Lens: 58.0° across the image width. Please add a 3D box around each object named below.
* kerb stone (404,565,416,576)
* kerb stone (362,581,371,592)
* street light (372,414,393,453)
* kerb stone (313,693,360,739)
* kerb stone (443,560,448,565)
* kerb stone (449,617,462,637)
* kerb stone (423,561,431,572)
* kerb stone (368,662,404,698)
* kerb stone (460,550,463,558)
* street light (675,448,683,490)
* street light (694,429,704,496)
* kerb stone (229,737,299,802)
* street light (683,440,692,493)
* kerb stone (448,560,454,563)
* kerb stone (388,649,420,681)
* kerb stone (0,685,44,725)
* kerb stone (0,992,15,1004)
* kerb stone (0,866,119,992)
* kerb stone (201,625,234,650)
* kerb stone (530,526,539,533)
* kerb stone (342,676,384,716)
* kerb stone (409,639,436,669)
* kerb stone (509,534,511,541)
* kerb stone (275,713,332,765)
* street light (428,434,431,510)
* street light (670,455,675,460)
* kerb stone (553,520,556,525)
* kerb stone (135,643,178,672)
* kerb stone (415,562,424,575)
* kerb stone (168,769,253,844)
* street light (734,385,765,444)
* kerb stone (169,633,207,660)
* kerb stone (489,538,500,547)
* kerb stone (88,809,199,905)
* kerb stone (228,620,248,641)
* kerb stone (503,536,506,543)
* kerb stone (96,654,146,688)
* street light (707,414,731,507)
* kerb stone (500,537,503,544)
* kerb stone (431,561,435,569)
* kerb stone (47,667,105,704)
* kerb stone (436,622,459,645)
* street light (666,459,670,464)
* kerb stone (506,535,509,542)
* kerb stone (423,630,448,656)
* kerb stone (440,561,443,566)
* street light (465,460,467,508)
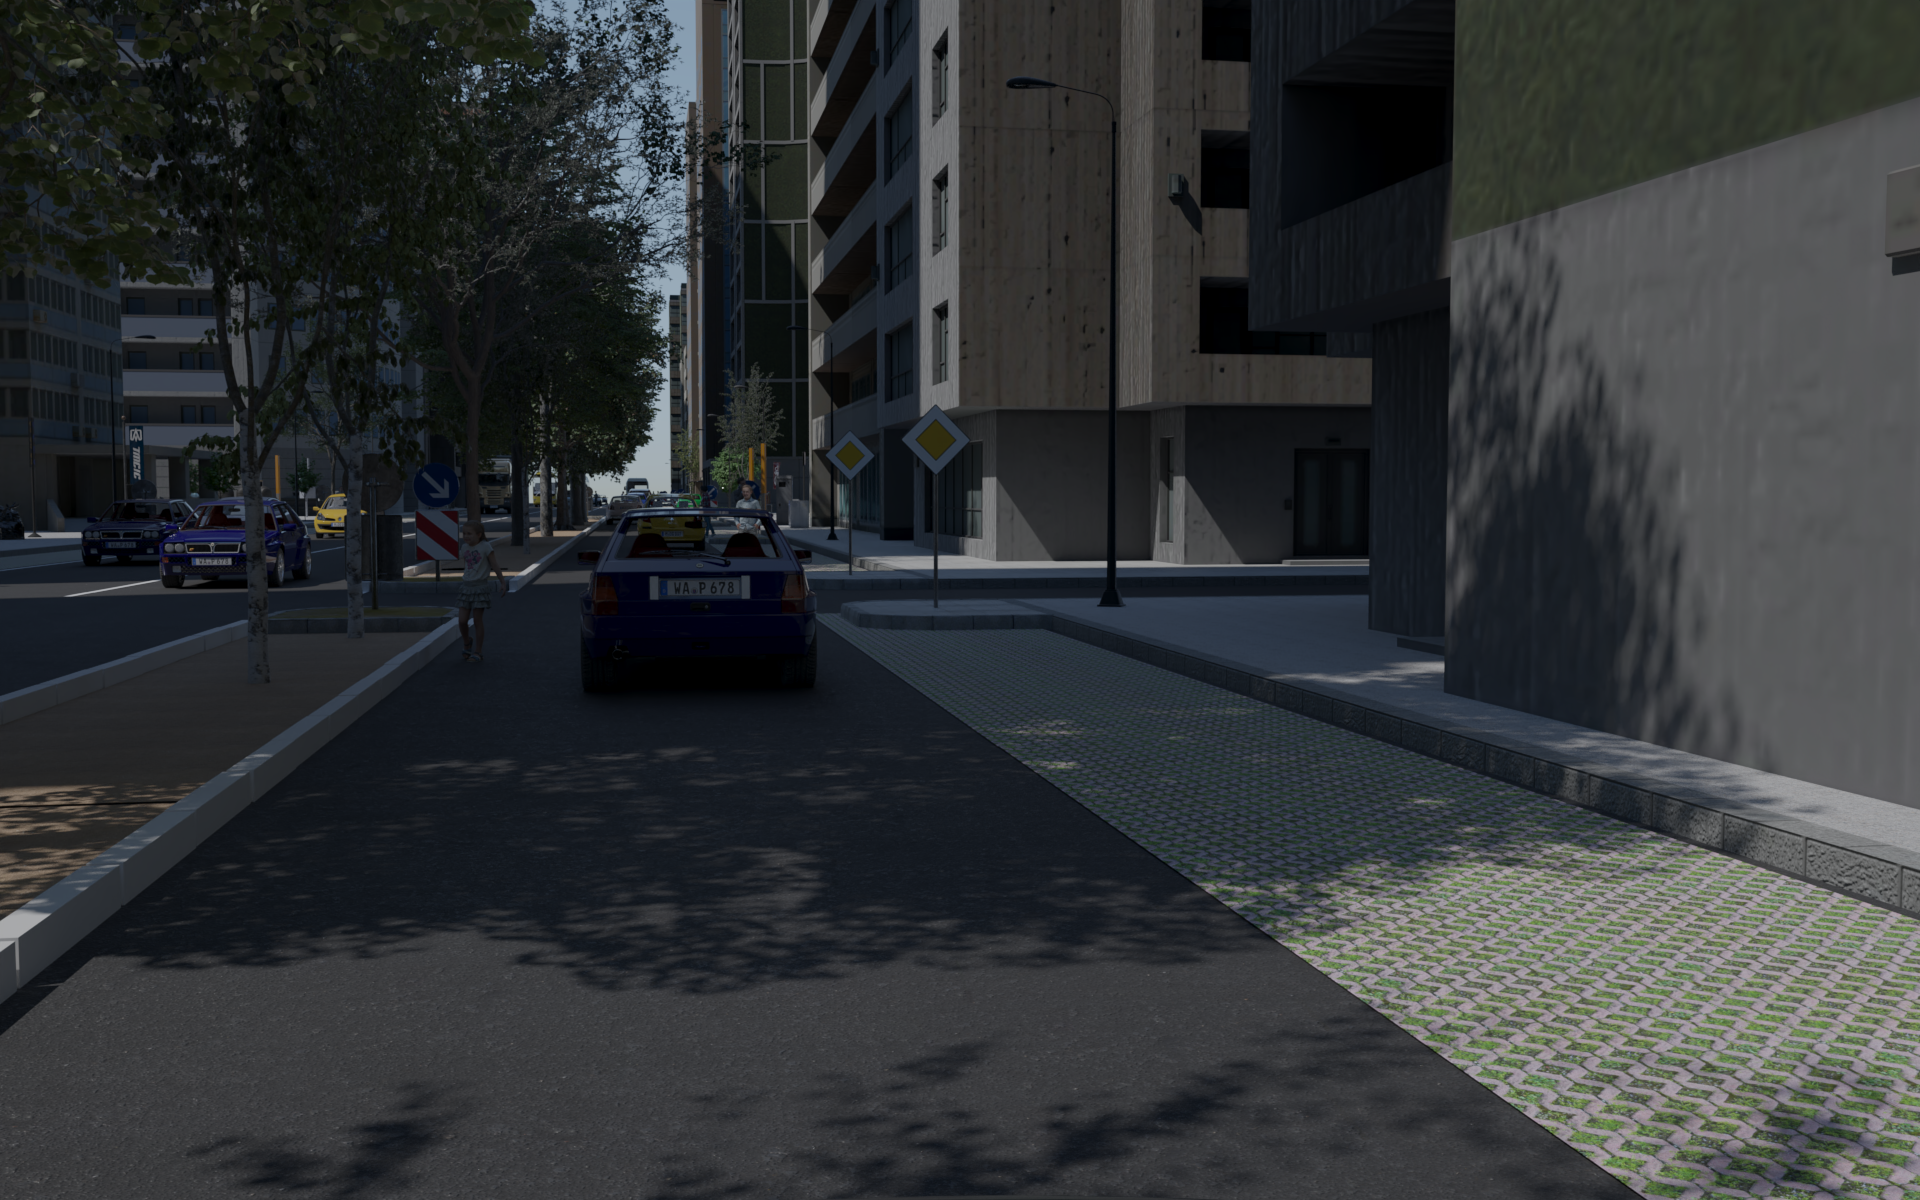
[{"bbox_3d":[-9.539,-0.463,29.848,0.120,0.150,1.000,-1,4,-10],"label":"kerb stone"},{"bbox_3d":[-8.788,-0.216,25.795,0.120,0.150,1.000,-1,4,-10],"label":"kerb stone"},{"bbox_3d":[-33.302,-7.790,99.907,1.470,5.913,1.316,-1,4,-10],"label":"street light"},{"bbox_3d":[-3.811,0.715,10.547,0.120,0.150,1.000,-1,4,-10],"label":"kerb stone"},{"bbox_3d":[-10.469,-0.776,34.875,0.120,0.150,1.000,-1,4,-10],"label":"kerb stone"},{"bbox_3d":[-5.119,0.286,17.595,0.120,0.150,1.000,-1,4,-10],"label":"kerb stone"},{"bbox_3d":[-9.902,-0.591,31.859,0.120,0.150,1.000,-1,4,-10],"label":"kerb stone"},{"bbox_3d":[-4.182,0.591,12.562,0.120,0.150,1.000,-1,4,-10],"label":"kerb stone"},{"bbox_3d":[-11.033,-0.960,37.896,0.120,0.150,1.000,-1,4,-10],"label":"kerb stone"},{"bbox_3d":[-27.954,-12.473,176.469,1.470,5.913,1.316,-1,4,-10],"label":"street light"},{"bbox_3d":[-18.057,-9.230,123.452,1.470,5.913,1.316,-1,4,-10],"label":"street light"},{"bbox_3d":[-3.435,0.835,8.537,0.120,0.150,1.000,-1,4,-10],"label":"kerb stone"},{"bbox_3d":[-22.967,-10.836,149.708,1.470,5.913,1.316,-1,4,-10],"label":"street light"},{"bbox_3d":[-10.651,-0.837,35.885,0.120,0.150,1.000,-1,4,-10],"label":"kerb stone"},{"bbox_3d":[-4.378,0.528,13.569,0.120,0.150,1.000,-1,4,-10],"label":"kerb stone"},{"bbox_3d":[-6.063,0.674,11.179,0.120,0.150,1.000,-1,4,-10],"label":"kerb stone"},{"bbox_3d":[-2.687,1.087,4.488,0.120,0.150,1.000,-1,4,-10],"label":"kerb stone"},{"bbox_3d":[-2.874,1.022,5.493,0.120,0.150,1.000,-1,4,-10],"label":"kerb stone"},{"bbox_3d":[-6.999,0.366,16.204,0.120,0.150,1.000,-1,4,-10],"label":"kerb stone"},{"bbox_3d":[-16.270,-2.686,66.110,0.120,0.150,1.000,-1,4,-10],"label":"kerb stone"},{"bbox_3d":[-3.999,0.651,11.556,0.120,0.150,1.000,-1,4,-10],"label":"kerb stone"},{"bbox_3d":[-4.554,0.467,14.576,0.120,0.150,1.000,-1,4,-10],"label":"kerb stone"},{"bbox_3d":[-13.655,-1.820,51.998,0.120,0.150,1.000,-1,4,-10],"label":"kerb stone"},{"bbox_3d":[-3.627,0.776,9.541,0.120,0.150,1.000,-1,4,-10],"label":"kerb stone"},{"bbox_3d":[-38.362,-9.441,126.907,1.470,5.913,1.316,-1,4,-10],"label":"street light"},{"bbox_3d":[-33.227,-14.204,204.780,1.470,5.913,1.316,-1,4,-10],"label":"street light"},{"bbox_3d":[-19.842,-3.858,85.277,0.120,0.150,1.000,-1,4,-10],"label":"kerb stone"},{"bbox_3d":[-6.627,0.489,14.194,0.120,0.150,1.000,-1,4,-10],"label":"kerb stone"},{"bbox_3d":[-9.712,-0.530,30.855,0.120,0.150,1.000,-1,4,-10],"label":"kerb stone"},{"bbox_3d":[-3.254,0.898,7.520,0.120,0.150,1.000,-1,4,-10],"label":"kerb stone"},{"bbox_3d":[-8.959,-6.224,74.304,1.470,5.913,1.316,-1,4,-10],"label":"street light"},{"bbox_3d":[-6.820,0.429,15.197,0.120,0.150,1.000,-1,4,-10],"label":"kerb stone"},{"bbox_3d":[-12.905,-1.576,47.968,0.120,0.150,1.000,-1,4,-10],"label":"kerb stone"},{"bbox_3d":[-3.061,0.959,6.509,0.120,0.150,1.000,-1,4,-10],"label":"kerb stone"},{"bbox_3d":[-7.181,0.309,17.213,0.120,0.150,1.000,-1,4,-10],"label":"kerb stone"},{"bbox_3d":[-13.280,-1.699,49.979,0.120,0.150,1.000,-1,4,-10],"label":"kerb stone"},{"bbox_3d":[-6.427,0.552,13.191,0.120,0.150,1.000,-1,4,-10],"label":"kerb stone"},{"bbox_3d":[-13.991,-7.863,101.099,1.470,5.913,1.316,-1,4,-10],"label":"street light"},{"bbox_3d":[-13.087,-1.638,48.974,0.120,0.150,1.000,-1,4,-10],"label":"kerb stone"},{"bbox_3d":[-10.091,-0.652,32.864,0.120,0.150,1.000,-1,4,-10],"label":"kerb stone"},{"bbox_3d":[-6.248,0.612,12.184,0.120,0.150,1.000,-1,4,-10],"label":"kerb stone"},{"bbox_3d":[-4.939,0.343,16.588,0.120,0.150,1.000,-1,4,-10],"label":"kerb stone"},{"bbox_3d":[-38.278,-15.870,232.016,1.470,5.913,1.316,-1,4,-10],"label":"street light"},{"bbox_3d":[-13.460,-1.761,50.985,0.120,0.150,1.000,-1,4,-10],"label":"kerb stone"},{"bbox_3d":[-4.746,0.404,15.583,0.120,0.150,1.000,-1,4,-10],"label":"kerb stone"},{"bbox_3d":[-10.281,-0.712,33.871,0.120,0.150,1.000,-1,4,-10],"label":"kerb stone"},{"bbox_3d":[-43.417,-11.104,154.097,1.470,5.913,1.316,-1,4,-10],"label":"street light"}]
